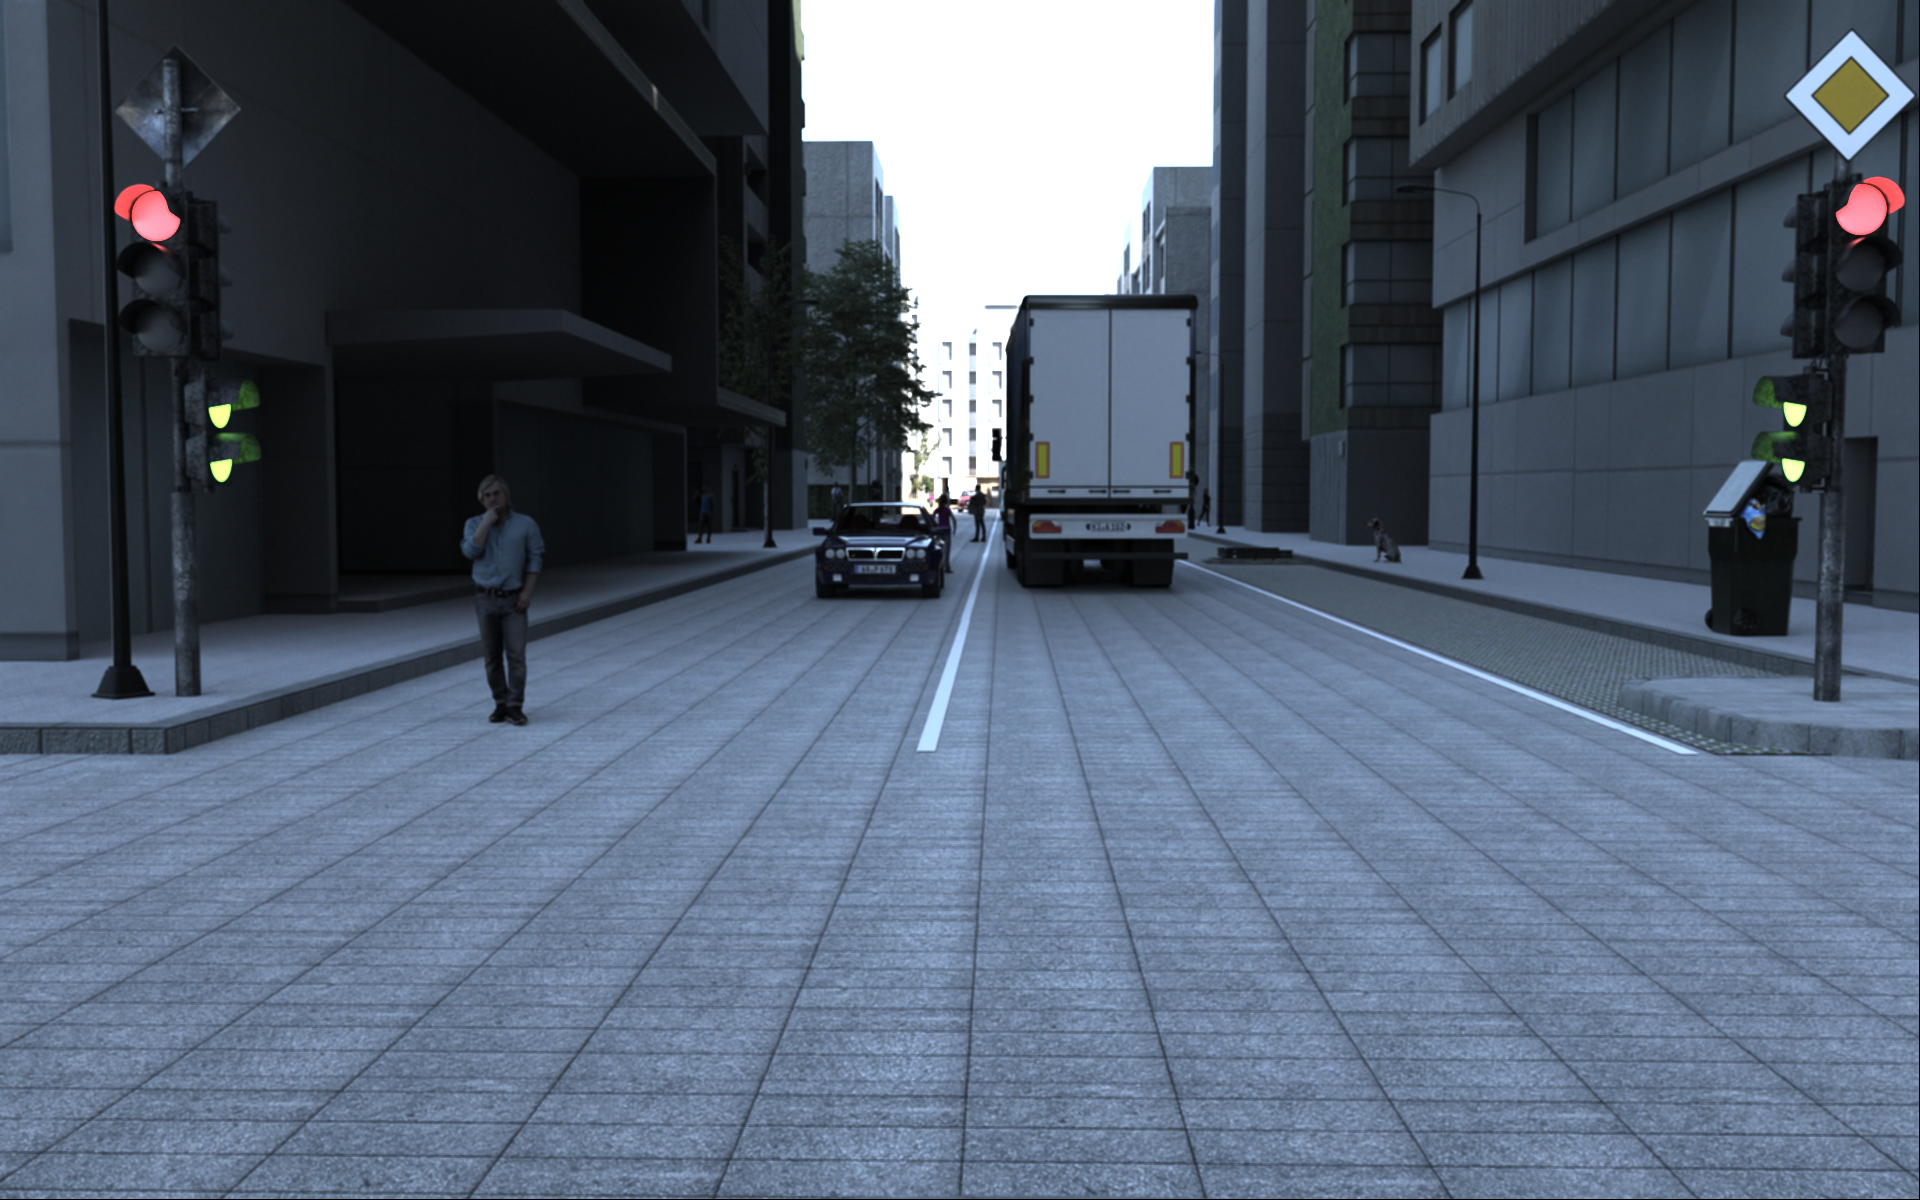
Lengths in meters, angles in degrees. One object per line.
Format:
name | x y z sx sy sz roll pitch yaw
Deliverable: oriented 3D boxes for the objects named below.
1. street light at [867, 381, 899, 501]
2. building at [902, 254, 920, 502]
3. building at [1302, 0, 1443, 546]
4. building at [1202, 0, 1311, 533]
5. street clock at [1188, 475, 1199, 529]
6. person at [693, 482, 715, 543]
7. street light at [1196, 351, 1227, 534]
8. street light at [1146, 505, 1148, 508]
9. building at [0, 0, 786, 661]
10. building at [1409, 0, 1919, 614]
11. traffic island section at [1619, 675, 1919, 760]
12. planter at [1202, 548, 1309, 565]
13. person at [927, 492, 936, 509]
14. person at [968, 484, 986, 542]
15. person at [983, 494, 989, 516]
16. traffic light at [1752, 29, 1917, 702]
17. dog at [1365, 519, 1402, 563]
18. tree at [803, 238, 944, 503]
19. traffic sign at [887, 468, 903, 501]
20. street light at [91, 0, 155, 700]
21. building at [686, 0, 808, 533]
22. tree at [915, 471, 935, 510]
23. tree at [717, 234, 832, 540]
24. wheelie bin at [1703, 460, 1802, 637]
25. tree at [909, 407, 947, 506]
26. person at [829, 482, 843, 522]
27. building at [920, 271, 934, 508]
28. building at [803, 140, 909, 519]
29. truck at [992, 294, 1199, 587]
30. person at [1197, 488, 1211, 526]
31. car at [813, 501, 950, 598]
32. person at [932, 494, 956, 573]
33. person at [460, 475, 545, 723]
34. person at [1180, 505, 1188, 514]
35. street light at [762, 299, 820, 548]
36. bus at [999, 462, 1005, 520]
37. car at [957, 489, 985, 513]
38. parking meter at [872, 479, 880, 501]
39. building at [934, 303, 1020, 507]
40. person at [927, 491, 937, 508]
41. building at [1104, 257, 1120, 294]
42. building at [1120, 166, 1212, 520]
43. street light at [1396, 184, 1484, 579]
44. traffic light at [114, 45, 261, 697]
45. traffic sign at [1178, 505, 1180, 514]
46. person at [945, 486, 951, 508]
street light | -3.212 -6.027 71.078 1.470 5.913 1.316 0 4 1
building | -11.329 -16.405 124.634 16.016 20.091 11.380 0 4 1
building | 16.785 -22.316 48.465 14.154 41.232 14.086 0 4 1
building | 20.841 -32.254 69.350 21.231 58.520 28.212 0 4 1
street clock | 8.426 -3.574 63.007 0.471 2.002 0.358 -2 4 -30
person | -6.702 -2.282 45.223 0.647 1.594 0.662 1 4 12
street light | 7.942 -5.111 56.107 1.470 5.913 1.316 0 4 1
street light | 8.742 -6.923 85.733 1.470 5.913 1.316 0 4 1
building | -17.597 -26.601 24.163 28.713 52.752 27.495 0 4 1
building | 22.729 -26.609 24.298 27.495 52.752 28.713 0 4 1
traffic island section | 5.408 0.705 10.761 2.009 0.180 2.903 0 4 1
planter | 6.039 -0.898 35.816 1.991 0.319 1.994 0 4 1
person | -2.408 -8.306 145.067 0.991 1.433 0.599 -3 4 -36
person | 0.511 -2.604 51.897 0.431 1.722 0.655 2 4 34
person | 1.589 -6.211 113.242 0.628 1.438 0.799 0 4 0
traffic light | 5.368 -1.329 10.649 0.839 4.253 0.868 0 4 1
dog | 8.058 -1.108 32.493 0.513 0.831 0.800 -2 4 -29
tree | -4.574 -9.706 76.824 7.486 12.596 7.792 0 3 0
traffic sign | -3.156 -5.114 83.720 0.768 2.556 0.104 0 4 2
street light | -4.767 -2.339 10.783 1.470 5.913 1.316 0 4 1
building | -13.032 -17.568 58.942 14.160 30.474 14.107 0 4 1
tree | -2.918 -9.099 143.376 1.663 3.219 1.824 0 3 0
tree | -5.645 -5.988 48.271 4.737 8.622 4.395 0 3 0
wheelie bin | 7.257 -0.487 15.864 0.693 1.594 0.980 0 4 1
tree | -3.138 -11.536 138.983 4.737 8.622 4.395 0 3 0
person | -5.784 -4.535 80.062 0.709 1.838 0.599 2 4 27
building | -8.544 -18.134 152.917 11.380 20.091 16.016 0 4 1
building | -12.306 -14.454 102.780 16.747 18.905 31.486 0 4 1
truck | 2.072 -2.507 29.897 2.839 4.237 11.283 0 4 0
person | 9.734 -3.695 68.992 0.613 1.512 0.480 1 4 21
car | -1.110 -0.766 25.105 1.945 1.354 3.894 0 4 1
person | -0.228 -1.213 31.566 0.726 1.435 0.776 2 4 26
person | -2.864 -0.012 10.907 0.499 1.552 0.429 1 4 18
person | 9.213 -3.931 71.778 0.517 1.644 0.566 0 4 -1
street light | -4.026 -4.212 41.403 1.470 5.913 1.316 0 4 1
bus | 3.610 -6.318 98.163 2.948 3.499 13.247 0 4 2
car | 0.896 -7.675 134.160 2.281 1.827 5.304 0 4 2
parking meter | -3.351 -3.878 69.112 0.255 1.863 0.399 1 4 14
building | 0.403 -19.699 178.493 11.380 20.091 16.016 0 4 1
person | -2.710 -9.506 162.182 1.217 1.735 0.721 2 4 24
building | 20.330 -16.317 133.244 16.747 18.905 31.486 0 4 1
building | 18.966 -14.397 101.842 16.747 18.905 31.486 0 4 1
street light | 7.228 -3.275 26.090 1.470 5.913 1.316 0 4 1
traffic light | -4.890 -1.344 10.895 0.839 4.253 0.868 0 4 1
traffic sign | 8.559 -4.134 67.702 0.768 2.556 0.104 0 4 6
person | -0.691 -4.618 84.152 0.789 1.805 0.875 0 4 -4
